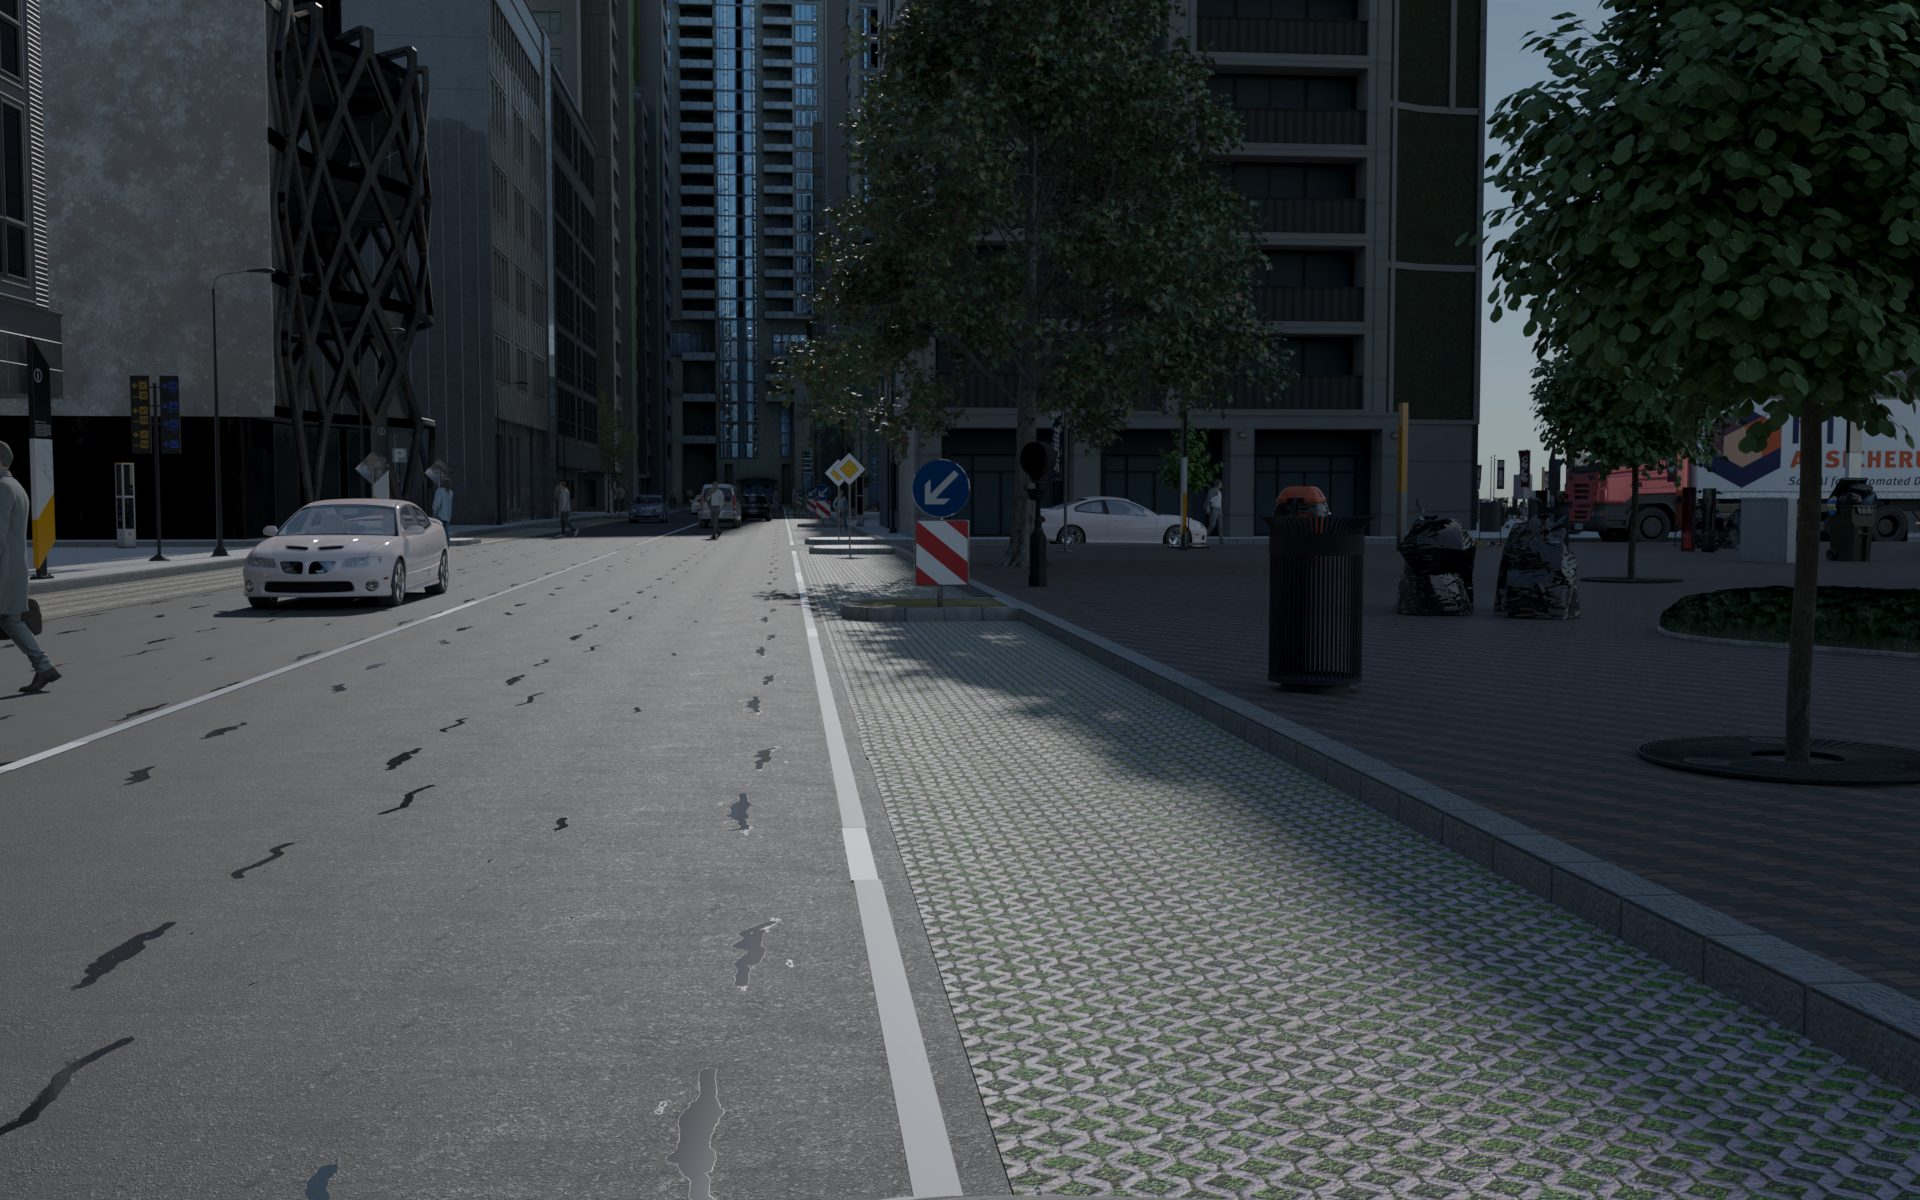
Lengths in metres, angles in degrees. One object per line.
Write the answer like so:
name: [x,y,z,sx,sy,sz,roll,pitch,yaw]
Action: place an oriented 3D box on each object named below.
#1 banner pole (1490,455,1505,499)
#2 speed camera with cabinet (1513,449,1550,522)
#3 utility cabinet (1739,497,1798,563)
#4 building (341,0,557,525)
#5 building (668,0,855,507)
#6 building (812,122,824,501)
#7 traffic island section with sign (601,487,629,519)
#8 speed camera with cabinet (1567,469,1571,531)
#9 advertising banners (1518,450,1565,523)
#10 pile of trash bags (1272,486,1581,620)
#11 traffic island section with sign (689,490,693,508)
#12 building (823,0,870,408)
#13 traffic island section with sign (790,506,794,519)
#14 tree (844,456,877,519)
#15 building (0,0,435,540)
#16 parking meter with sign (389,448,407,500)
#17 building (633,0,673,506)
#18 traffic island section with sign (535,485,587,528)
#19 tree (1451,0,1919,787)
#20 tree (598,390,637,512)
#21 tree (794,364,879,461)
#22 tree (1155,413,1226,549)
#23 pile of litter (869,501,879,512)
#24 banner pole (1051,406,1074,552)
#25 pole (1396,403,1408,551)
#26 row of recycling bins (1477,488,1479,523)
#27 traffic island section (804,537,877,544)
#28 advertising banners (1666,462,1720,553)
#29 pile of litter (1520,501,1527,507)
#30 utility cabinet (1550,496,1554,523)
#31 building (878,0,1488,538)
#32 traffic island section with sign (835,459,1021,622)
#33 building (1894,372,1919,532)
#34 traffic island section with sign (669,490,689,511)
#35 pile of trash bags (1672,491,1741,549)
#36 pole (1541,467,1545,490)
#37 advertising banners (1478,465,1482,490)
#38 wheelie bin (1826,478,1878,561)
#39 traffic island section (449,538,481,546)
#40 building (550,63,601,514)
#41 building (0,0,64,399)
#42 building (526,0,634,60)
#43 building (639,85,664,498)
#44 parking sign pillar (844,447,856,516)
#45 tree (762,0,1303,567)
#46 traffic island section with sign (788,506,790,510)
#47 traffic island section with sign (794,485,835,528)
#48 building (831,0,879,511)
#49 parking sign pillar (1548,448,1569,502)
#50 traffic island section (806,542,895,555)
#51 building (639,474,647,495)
banner pole: [34.337,-7.373,110.565,0.863,3.779,0.401,1,4,13]
speed camera with cabinet: [25.505,-5.073,77.283,2.038,3.252,0.660,-3,4,-39]
utility cabinet: [15.327,-1.326,32.843,0.306,1.237,1.020,-2,4,-28]
building: [-26.149,-16.012,79.820,12.078,24.808,19.932,0,4,-6]
building: [-29.563,-55.304,216.890,31.000,86.520,22.319,0,4,-6]
building: [-9.491,-31.217,193.986,14.154,41.232,14.086,0,4,-6]
traffic island section with sign: [-19.720,-5.620,100.510,1.989,1.847,2.006,0,4,-6]
speed camera with cabinet: [22.159,-4.026,60.161,2.038,3.252,0.660,1,4,20]
advertising banners: [22.908,-4.400,68.122,2.074,3.025,0.090,3,5,43]
pile of trash bags: [5.104,-0.569,19.056,3.447,1.369,1.912,2,4,28]
traffic island section with sign: [-27.761,-10.372,178.211,1.989,1.847,2.006,0,4,-6]
building: [-3.098,-38.583,172.823,21.231,58.520,28.212,0,4,-6]
traffic island section with sign: [-8.790,-5.674,101.389,1.989,1.847,2.006,0,4,-6]
tree: [-5.379,-5.779,89.094,1.663,3.219,1.824,0,3,0]
building: [-26.122,-11.529,55.958,16.820,18.784,16.811,0,4,-6]
parking meter with sign: [-21.686,-4.298,66.527,0.543,3.016,1.738,-2,4,-30]
building: [-45.609,-39.397,186.140,28.212,58.520,21.231,0,4,-6]
traffic island section with sign: [-16.949,-3.980,73.697,1.989,1.847,2.006,0,4,-6]
tree: [3.997,-1.489,8.058,4.285,4.588,4.351,0,3,0]
tree: [-24.360,-10.426,120.822,4.737,8.622,4.395,0,3,0]
tree: [-7.595,-11.614,115.646,9.928,11.665,9.643,0,3,0]
tree: [5.567,-2.852,41.224,1.663,3.219,1.824,0,3,0]
pile of litter: [-5.983,-6.721,123.850,1.176,0.858,1.719,1,4,14]
banner pole: [2.228,-2.963,38.467,0.401,3.779,0.863,-2,4,-27]
pole: [9.905,-2.749,38.783,0.158,3.312,0.155,0,3,0]
row of recycling bins: [21.826,-4.335,77.986,1.069,1.692,3.534,-3,4,-36]
traffic island section: [-3.486,-1.702,50.108,2.009,0.180,2.903,0,4,-6]
advertising banners: [16.352,-2.605,38.783,0.090,3.025,2.074,-1,4,-10]
pile of litter: [40.154,-6.755,124.408,1.176,0.858,1.719,2,4,29]
utility cabinet: [24.084,-3.544,69.114,0.306,1.237,1.020,-3,5,-40]
building: [7.868,-37.997,59.499,20.611,71.187,20.563,0,4,-6]
traffic island section with sign: [-0.397,-0.712,20.265,1.989,1.847,2.006,0,4,-6]
building: [34.948,-23.036,60.235,14.086,41.232,14.154,0,4,-6]
traffic island section with sign: [-24.937,-8.705,150.960,1.989,1.847,2.006,0,4,-6]
pile of trash bags: [18.587,-1.993,42.330,1.912,1.369,3.447,-1,4,-13]
pole: [43.498,-8.281,129.240,0.158,3.312,0.155,0,3,0]
advertising banners: [30.517,-6.570,103.613,0.090,3.025,2.074,-1,4,-23]
wheelie bin: [17.104,-1.545,33.167,0.980,1.594,0.693,-1,4,-20]
traffic island section: [-14.719,-1.631,48.955,2.009,0.180,2.903,0,4,-6]
building: [-29.706,-18.883,102.240,14.314,27.812,24.014,0,4,-6]
building: [-20.186,-13.562,15.251,14.314,27.812,24.014,0,4,-6]
building: [-31.840,-27.258,129.255,14.154,41.232,14.086,0,4,-6]
building: [-36.588,-29.648,168.336,14.154,41.232,14.086,0,4,-6]
parking sign pillar: [-6.378,-6.826,100.070,1.447,3.967,1.447,-1,4,-15]
tree: [1.283,-6.954,30.712,9.611,12.733,9.660,0,3,0]
traffic island section with sign: [-14.002,-8.756,151.785,1.989,1.847,2.006,0,4,-6]
traffic island section with sign: [-6.018,-4.034,74.577,1.989,1.847,2.006,0,4,-6]
building: [-0.262,-50.723,141.990,22.319,86.520,31.000,0,4,-6]
parking sign pillar: [32.897,-6.571,95.907,1.447,3.967,1.447,1,4,9]
traffic island section: [-2.665,-1.216,42.165,2.009,0.180,2.903,0,4,-6]
building: [-43.606,-27.870,147.550,32.217,40.220,23.993,0,4,-6]
